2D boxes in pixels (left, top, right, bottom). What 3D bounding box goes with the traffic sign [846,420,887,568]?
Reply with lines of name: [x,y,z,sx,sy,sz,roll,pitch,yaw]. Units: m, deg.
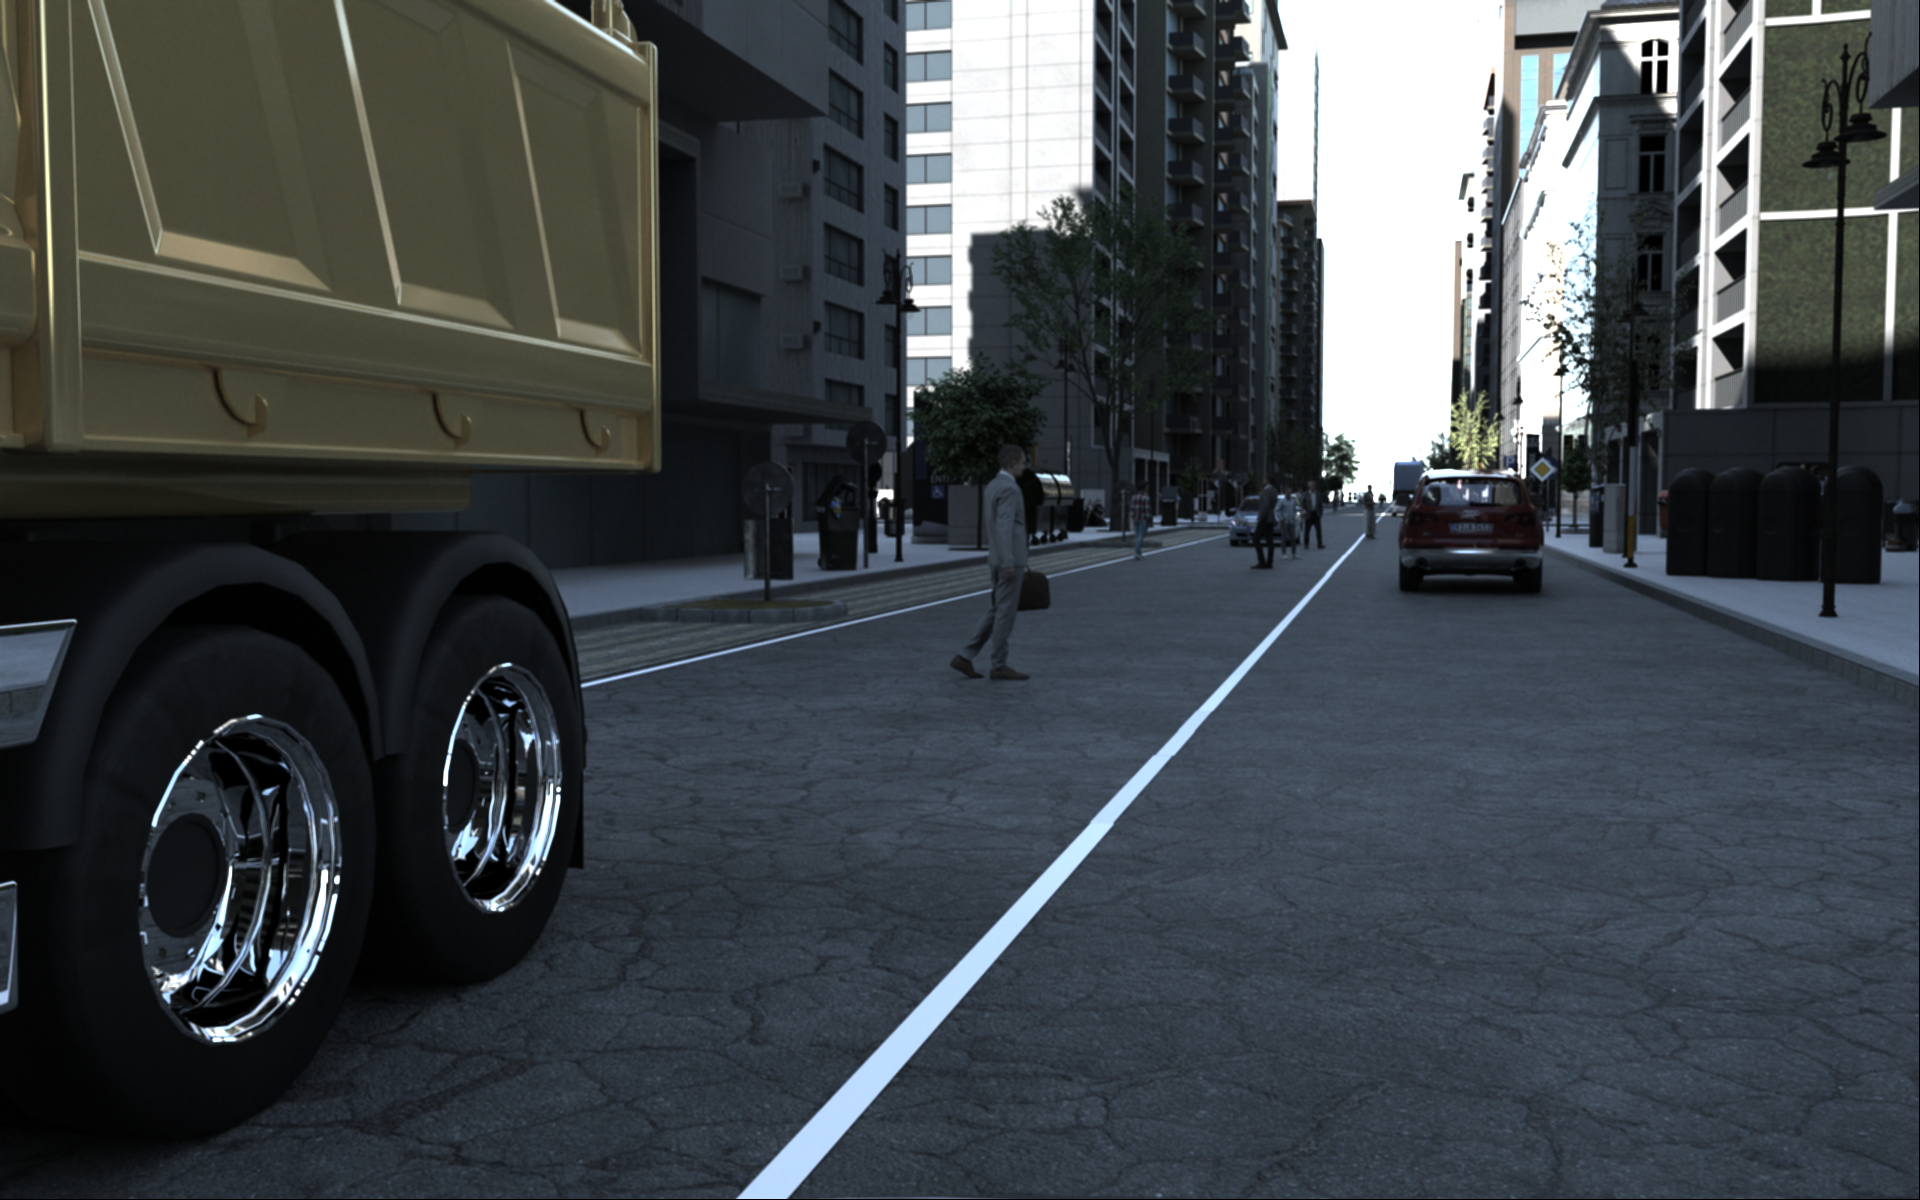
traffic sign: [-1.630,-1.826,29.959,0.768,2.556,0.104,1,4,19]

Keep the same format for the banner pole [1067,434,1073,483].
banner pole: [4.563,-5.028,72.217,0.401,3.779,0.863,-1,4,-11]

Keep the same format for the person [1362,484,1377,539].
person: [13.105,-2.832,55.348,0.519,1.759,0.362,-3,4,-36]

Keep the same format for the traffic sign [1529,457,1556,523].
traffic sign: [17.968,-3.199,53.486,0.795,2.450,0.064,1,4,19]

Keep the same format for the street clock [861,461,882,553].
street clock: [-1.923,-2.022,37.629,0.358,2.002,0.471,2,4,33]

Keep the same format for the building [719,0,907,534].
building: [-9.697,-17.801,62.746,14.107,30.474,14.160,1,4,14]

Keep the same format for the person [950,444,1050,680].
person: [0.361,-0.292,13.387,0.853,1.813,0.709,-1,4,-17]

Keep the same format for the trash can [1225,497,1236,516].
trash can: [15.643,-5.415,100.187,0.748,1.137,0.748,0,3,0]

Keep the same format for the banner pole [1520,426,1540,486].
banner pole: [20.801,-4.494,63.491,0.863,3.779,0.401,1,4,23]

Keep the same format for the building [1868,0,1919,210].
building: [27.181,-26.120,16.295,28.713,52.752,27.495,1,4,14]

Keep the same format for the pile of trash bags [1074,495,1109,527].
pile of trash bags: [4.644,-3.618,68.906,1.912,1.369,3.447,-1,4,-10]

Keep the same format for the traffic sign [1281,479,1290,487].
traffic sign: [26.827,-8.726,142.779,0.768,2.556,0.104,1,4,21]

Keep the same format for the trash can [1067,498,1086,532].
trash can: [3.863,-2.853,58.307,0.748,1.137,0.748,0,3,0]

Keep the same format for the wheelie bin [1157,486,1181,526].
wheelie bin: [8.418,-3.781,69.735,0.980,1.594,0.693,1,4,17]

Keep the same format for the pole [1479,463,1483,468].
pole: [33.832,-7.259,112.533,0.158,3.312,0.155,0,3,0]

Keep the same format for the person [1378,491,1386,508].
person: [43.180,-10.270,177.199,0.721,1.735,1.217,-2,4,-30]

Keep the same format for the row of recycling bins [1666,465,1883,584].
row of recycling bins: [12.212,-1.166,26.171,1.069,1.692,3.534,-2,4,-28]

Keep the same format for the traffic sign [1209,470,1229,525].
traffic sign: [10.575,-4.104,70.750,0.795,2.450,0.064,1,4,14]

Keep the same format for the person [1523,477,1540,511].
person: [11.051,-1.512,33.770,0.519,1.759,0.362,2,4,31]

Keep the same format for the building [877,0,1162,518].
building: [1.745,-40.573,101.628,20.563,71.187,20.611,1,4,14]

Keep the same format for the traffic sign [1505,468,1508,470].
traffic sign: [21.419,-3.935,67.974,0.795,2.450,0.064,1,4,14]

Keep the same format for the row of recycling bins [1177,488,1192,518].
row of recycling bins: [11.827,-5.249,92.933,1.069,1.692,3.534,0,4,-5]

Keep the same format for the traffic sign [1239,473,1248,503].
traffic sign: [16.673,-6.265,102.537,0.768,2.556,0.104,1,4,15]

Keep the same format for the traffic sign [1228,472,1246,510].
traffic sign: [12.549,-4.578,78.488,0.795,2.450,0.064,1,4,14]

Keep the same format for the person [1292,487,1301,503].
person: [15.187,-4.224,78.138,0.480,1.755,0.524,0,4,0]

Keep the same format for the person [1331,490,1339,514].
person: [27.206,-7.123,125.548,0.593,1.750,0.643,2,4,26]

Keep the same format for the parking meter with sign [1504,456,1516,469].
parking meter with sign: [24.874,-5.001,78.026,0.543,3.016,1.738,1,4,10]

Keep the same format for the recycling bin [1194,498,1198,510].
recycling bin: [14.752,-6.000,110.652,0.722,1.027,0.722,-1,4,-20]

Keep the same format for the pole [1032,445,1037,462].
pole: [3.009,-4.672,70.236,0.158,3.312,0.155,0,3,0]

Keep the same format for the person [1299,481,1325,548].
person: [9.262,-2.232,45.389,0.661,1.777,0.834,-1,4,-16]

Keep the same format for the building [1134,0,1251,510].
building: [10.664,-29.356,134.587,22.147,44.769,28.867,1,4,14]

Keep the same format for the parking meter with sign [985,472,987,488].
parking meter with sign: [1.825,-4.443,68.902,1.738,3.016,0.543,-1,4,-18]

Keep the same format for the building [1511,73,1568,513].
building: [43.528,-19.947,112.034,13.634,28.700,20.117,1,4,14]

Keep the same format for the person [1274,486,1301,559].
person: [7.232,-1.710,38.268,0.589,1.601,0.330,-1,4,-13]

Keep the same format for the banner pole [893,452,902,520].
banner pole: [-3.110,-5.937,87.094,0.863,3.779,0.401,-1,4,-19]

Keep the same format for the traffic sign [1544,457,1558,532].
traffic sign: [20.014,-3.597,58.920,0.768,2.556,0.104,1,4,19]

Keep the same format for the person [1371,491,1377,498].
person: [49.162,-12.144,207.019,1.348,1.831,0.705,1,4,13]

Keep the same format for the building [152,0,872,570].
building: [-18.181,-26.691,25.640,28.713,52.752,27.495,1,4,14]

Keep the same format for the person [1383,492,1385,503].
person: [67.784,-16.399,276.556,0.705,1.831,1.348,1,4,15]

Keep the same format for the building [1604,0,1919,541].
building: [31.327,-37.414,49.965,20.563,71.187,20.611,1,4,14]

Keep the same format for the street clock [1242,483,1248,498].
street clock: [18.493,-6.591,112.330,0.358,2.002,0.471,3,4,37]

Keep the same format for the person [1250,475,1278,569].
person: [5.870,-1.510,33.378,0.592,1.802,0.473,-3,5,-44]

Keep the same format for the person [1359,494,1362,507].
person: [44.287,-10.971,191.095,0.599,1.433,0.991,0,4,5]

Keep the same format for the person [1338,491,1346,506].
person: [44.072,-11.684,199.613,1.350,1.814,0.705,-3,4,-39]

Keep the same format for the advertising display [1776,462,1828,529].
advertising display: [16.937,-1.814,34.870,0.974,1.923,0.123,2,4,26]

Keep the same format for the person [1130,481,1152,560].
person: [3.944,-1.750,37.947,0.643,1.720,0.563,-3,4,-36]

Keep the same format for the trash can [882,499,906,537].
trash can: [-1.958,-2.450,51.712,0.748,1.137,0.748,0,3,0]

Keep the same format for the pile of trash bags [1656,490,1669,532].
pile of trash bags: [16.895,-1.755,38.454,3.447,1.369,1.912,-1,4,-22]

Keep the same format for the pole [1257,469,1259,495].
pole: [24.413,-9.057,141.926,0.158,3.312,0.155,0,3,0]
